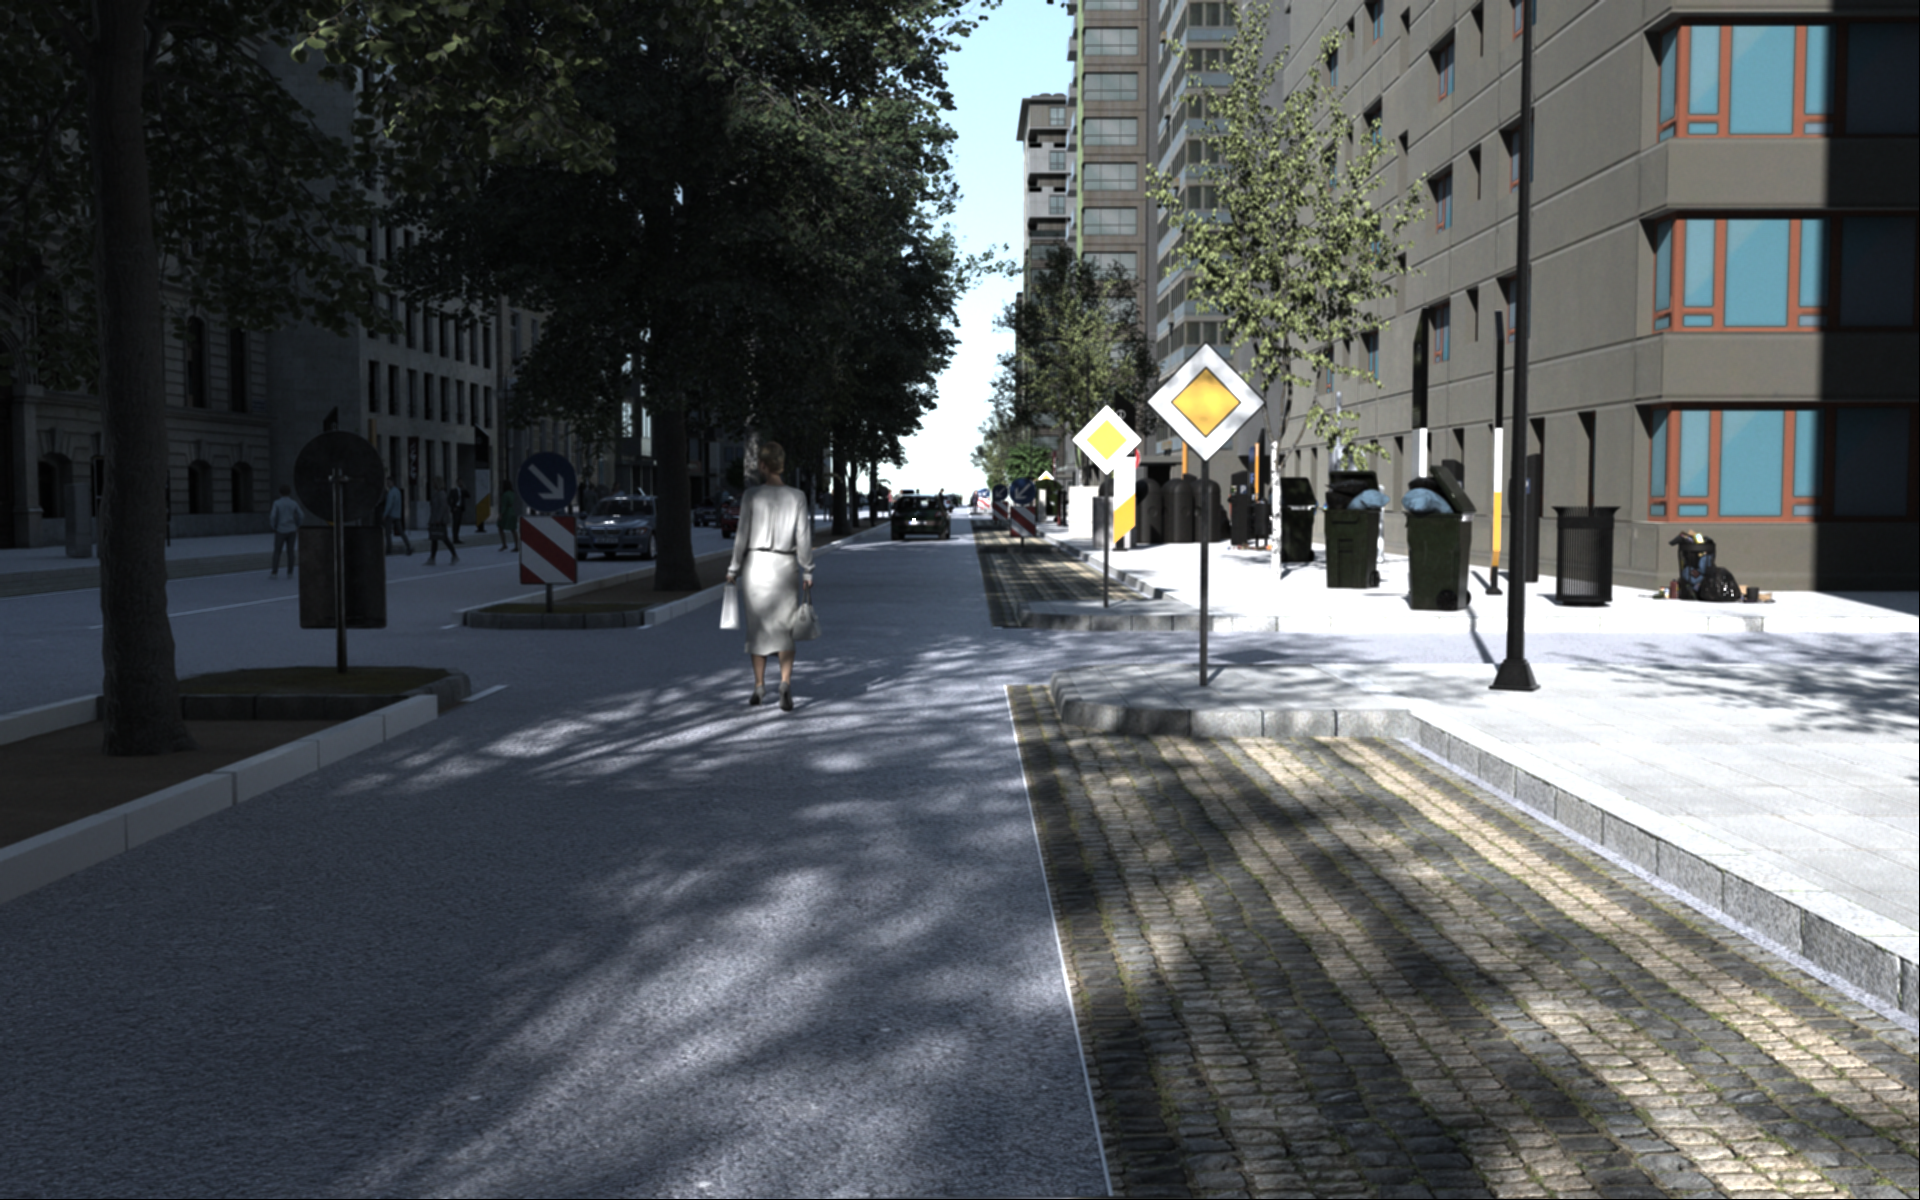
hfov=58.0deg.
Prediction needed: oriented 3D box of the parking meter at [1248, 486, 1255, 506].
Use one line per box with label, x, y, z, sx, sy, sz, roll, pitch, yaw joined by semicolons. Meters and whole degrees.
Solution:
parking meter;8.809;-2.717;52.829;0.372;1.533;0.369;0;3;0

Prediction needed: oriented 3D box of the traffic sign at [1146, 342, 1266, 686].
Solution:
traffic sign;1.625;-0.482;11.524;0.795;2.450;0.064;0;4;0

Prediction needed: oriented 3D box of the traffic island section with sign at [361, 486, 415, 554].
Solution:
traffic island section with sign;-14.357;-2.038;41.955;1.989;1.847;2.006;0;4;0

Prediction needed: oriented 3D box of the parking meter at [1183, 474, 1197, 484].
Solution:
parking meter;6.545;-2.667;49.317;0.255;1.863;0.399;-2;4;-31

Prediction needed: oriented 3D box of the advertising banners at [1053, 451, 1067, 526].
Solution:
advertising banners;4.020;-4.511;69.940;0.090;3.025;2.074;-1;4;-11

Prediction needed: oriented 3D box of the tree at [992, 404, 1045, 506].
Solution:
tree;4.288;-11.087;131.632;4.360;8.622;3.978;0;3;0

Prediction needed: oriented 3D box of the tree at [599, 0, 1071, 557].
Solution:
tree;-3.445;-10.959;37.533;12.611;20.169;13.585;0;3;0

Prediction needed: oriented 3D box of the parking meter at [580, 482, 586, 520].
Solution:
parking meter;-18.710;-4.929;86.306;0.399;1.863;0.255;-2;4;-34

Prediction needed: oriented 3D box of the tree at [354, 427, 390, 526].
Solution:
tree;-17.363;-3.400;50.188;1.663;3.219;1.824;0;3;0

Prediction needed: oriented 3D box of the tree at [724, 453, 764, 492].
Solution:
tree;-16.766;-9.260;135.118;4.285;4.588;4.351;0;3;0

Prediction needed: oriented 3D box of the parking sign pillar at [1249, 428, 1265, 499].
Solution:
parking sign pillar;12.069;-5.012;70.415;1.447;3.967;1.447;1;4;19

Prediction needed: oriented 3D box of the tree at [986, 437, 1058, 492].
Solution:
tree;3.974;-7.007;98.284;4.285;4.588;4.351;0;3;0

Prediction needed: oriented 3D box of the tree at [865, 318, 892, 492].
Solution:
tree;-4.226;-6.960;66.610;4.360;8.622;3.978;0;3;0

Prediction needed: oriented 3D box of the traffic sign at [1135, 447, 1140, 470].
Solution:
traffic sign;4.120;-2.642;43.305;0.768;2.556;0.104;0;4;6

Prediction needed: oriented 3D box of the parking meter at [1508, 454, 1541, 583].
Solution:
parking meter;8.212;-1.193;25.223;0.399;1.863;0.255;3;4;37

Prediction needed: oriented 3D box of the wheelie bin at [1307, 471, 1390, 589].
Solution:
wheelie bin;5.383;-0.965;23.679;0.980;1.594;0.693;2;4;31

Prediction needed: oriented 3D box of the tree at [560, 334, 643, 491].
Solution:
tree;-16.125;-7.670;75.772;4.737;8.622;4.395;0;3;0

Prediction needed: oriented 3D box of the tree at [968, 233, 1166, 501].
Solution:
tree;4.272;-7.829;62.420;7.601;10.594;8.767;0;4;6

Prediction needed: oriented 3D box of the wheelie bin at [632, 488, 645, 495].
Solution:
wheelie bin;-16.237;-4.874;87.597;0.693;1.594;0.980;0;4;1

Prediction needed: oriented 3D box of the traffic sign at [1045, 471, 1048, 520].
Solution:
traffic sign;4.271;-5.170;85.714;0.795;2.450;0.064;1;4;9

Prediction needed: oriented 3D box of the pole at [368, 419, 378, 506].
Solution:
pole;-15.960;-3.259;47.131;0.158;3.312;0.155;0;3;0

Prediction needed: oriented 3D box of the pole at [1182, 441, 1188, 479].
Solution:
pole;7.962;-4.127;61.313;0.158;3.312;0.155;0;3;0

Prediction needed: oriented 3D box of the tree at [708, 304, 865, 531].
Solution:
tree;-4.757;-5.727;46.458;4.360;8.622;3.978;0;3;0

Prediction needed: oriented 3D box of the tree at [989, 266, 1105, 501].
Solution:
tree;3.893;-6.426;55.434;4.737;8.622;4.395;0;3;0

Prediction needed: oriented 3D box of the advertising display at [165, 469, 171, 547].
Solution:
advertising display;-19.726;-2.256;42.094;0.974;1.923;0.123;-2;4;-32

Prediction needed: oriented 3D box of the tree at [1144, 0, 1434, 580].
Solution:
tree;4.712;-4.590;25.412;4.737;8.622;4.395;0;3;0

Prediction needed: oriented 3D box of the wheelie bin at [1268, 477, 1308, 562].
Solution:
wheelie bin;6.259;-1.518;32.735;0.980;1.594;0.693;-1;4;-18

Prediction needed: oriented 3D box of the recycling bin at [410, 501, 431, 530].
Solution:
recycling bin;-19.136;-3.008;61.734;0.722;1.027;0.722;-3;4;-38

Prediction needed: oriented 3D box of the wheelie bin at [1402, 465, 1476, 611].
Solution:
wheelie bin;5.304;-0.693;19.237;0.693;1.594;0.980;2;4;30

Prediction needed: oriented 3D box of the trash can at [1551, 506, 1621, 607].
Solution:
trash can;7.154;-0.500;19.834;0.748;1.137;0.748;0;3;0

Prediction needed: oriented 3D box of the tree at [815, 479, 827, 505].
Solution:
tree;-16.211;-12.873;205.080;1.663;3.219;1.824;0;3;0

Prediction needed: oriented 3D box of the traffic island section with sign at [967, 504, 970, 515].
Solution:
traffic island section with sign;1.625;-6.756;119.086;1.989;1.847;2.006;0;4;0

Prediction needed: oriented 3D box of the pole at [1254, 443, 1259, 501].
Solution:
pole;11.884;-4.621;69.396;0.158;3.312;0.155;0;3;0

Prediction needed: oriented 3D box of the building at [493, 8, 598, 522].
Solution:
building;-25.953;-18.252;84.331;13.634;28.700;20.117;0;4;0

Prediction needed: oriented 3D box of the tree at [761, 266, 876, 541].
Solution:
tree;-4.470;-6.068;52.032;4.737;8.622;4.395;0;3;0

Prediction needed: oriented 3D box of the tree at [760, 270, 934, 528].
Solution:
tree;-4.605;-8.901;73.749;9.928;11.665;9.643;0;3;0

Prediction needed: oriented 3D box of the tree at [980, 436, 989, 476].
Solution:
tree;4.210;-13.059;163.871;4.737;8.622;4.395;0;3;0

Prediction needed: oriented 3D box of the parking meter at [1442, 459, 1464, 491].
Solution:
parking meter;8.381;-1.454;29.483;0.255;1.863;0.399;3;5;42

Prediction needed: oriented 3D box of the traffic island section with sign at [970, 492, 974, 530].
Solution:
traffic island section with sign;1.489;-3.710;69.290;1.989;1.847;2.006;0;4;0

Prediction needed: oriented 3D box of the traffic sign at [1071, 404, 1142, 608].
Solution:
traffic sign;1.647;-0.970;19.509;0.795;2.450;0.064;0;4;0

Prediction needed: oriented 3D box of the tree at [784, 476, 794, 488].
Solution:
tree;-16.228;-10.030;158.593;1.663;3.219;1.824;0;3;0

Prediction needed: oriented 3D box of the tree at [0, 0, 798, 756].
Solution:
tree;-4.420;-5.396;8.803;7.486;12.596;7.792;0;3;0

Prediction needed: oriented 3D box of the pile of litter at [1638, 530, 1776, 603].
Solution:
pile of litter;9.093;-0.435;21.082;1.176;0.858;1.719;-1;4;-14

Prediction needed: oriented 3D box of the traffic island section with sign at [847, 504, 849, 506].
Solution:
traffic island section with sign;-13.856;-13.394;227.627;1.989;1.847;2.006;0;4;0

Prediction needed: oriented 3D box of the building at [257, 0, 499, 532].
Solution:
building;-25.002;-12.881;65.362;10.420;20.320;16.860;0;4;0

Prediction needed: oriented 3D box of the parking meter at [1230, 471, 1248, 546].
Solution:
parking meter;6.948;-2.286;43.090;0.399;1.863;0.255;-2;4;-30

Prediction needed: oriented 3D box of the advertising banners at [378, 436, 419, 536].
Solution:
advertising banners;-17.202;-3.474;52.995;2.074;3.025;0.090;2;4;34

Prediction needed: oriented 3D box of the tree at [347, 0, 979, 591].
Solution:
tree;-4.189;-7.098;25.161;9.857;13.997;8.962;0;3;0

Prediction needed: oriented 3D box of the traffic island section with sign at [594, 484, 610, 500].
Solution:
traffic island section with sign;-14.290;-3.687;68.910;1.989;1.847;2.006;0;4;0

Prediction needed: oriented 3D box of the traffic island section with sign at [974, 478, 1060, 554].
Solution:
traffic island section with sign;1.401;-2.062;42.335;1.989;1.847;2.006;0;4;0
